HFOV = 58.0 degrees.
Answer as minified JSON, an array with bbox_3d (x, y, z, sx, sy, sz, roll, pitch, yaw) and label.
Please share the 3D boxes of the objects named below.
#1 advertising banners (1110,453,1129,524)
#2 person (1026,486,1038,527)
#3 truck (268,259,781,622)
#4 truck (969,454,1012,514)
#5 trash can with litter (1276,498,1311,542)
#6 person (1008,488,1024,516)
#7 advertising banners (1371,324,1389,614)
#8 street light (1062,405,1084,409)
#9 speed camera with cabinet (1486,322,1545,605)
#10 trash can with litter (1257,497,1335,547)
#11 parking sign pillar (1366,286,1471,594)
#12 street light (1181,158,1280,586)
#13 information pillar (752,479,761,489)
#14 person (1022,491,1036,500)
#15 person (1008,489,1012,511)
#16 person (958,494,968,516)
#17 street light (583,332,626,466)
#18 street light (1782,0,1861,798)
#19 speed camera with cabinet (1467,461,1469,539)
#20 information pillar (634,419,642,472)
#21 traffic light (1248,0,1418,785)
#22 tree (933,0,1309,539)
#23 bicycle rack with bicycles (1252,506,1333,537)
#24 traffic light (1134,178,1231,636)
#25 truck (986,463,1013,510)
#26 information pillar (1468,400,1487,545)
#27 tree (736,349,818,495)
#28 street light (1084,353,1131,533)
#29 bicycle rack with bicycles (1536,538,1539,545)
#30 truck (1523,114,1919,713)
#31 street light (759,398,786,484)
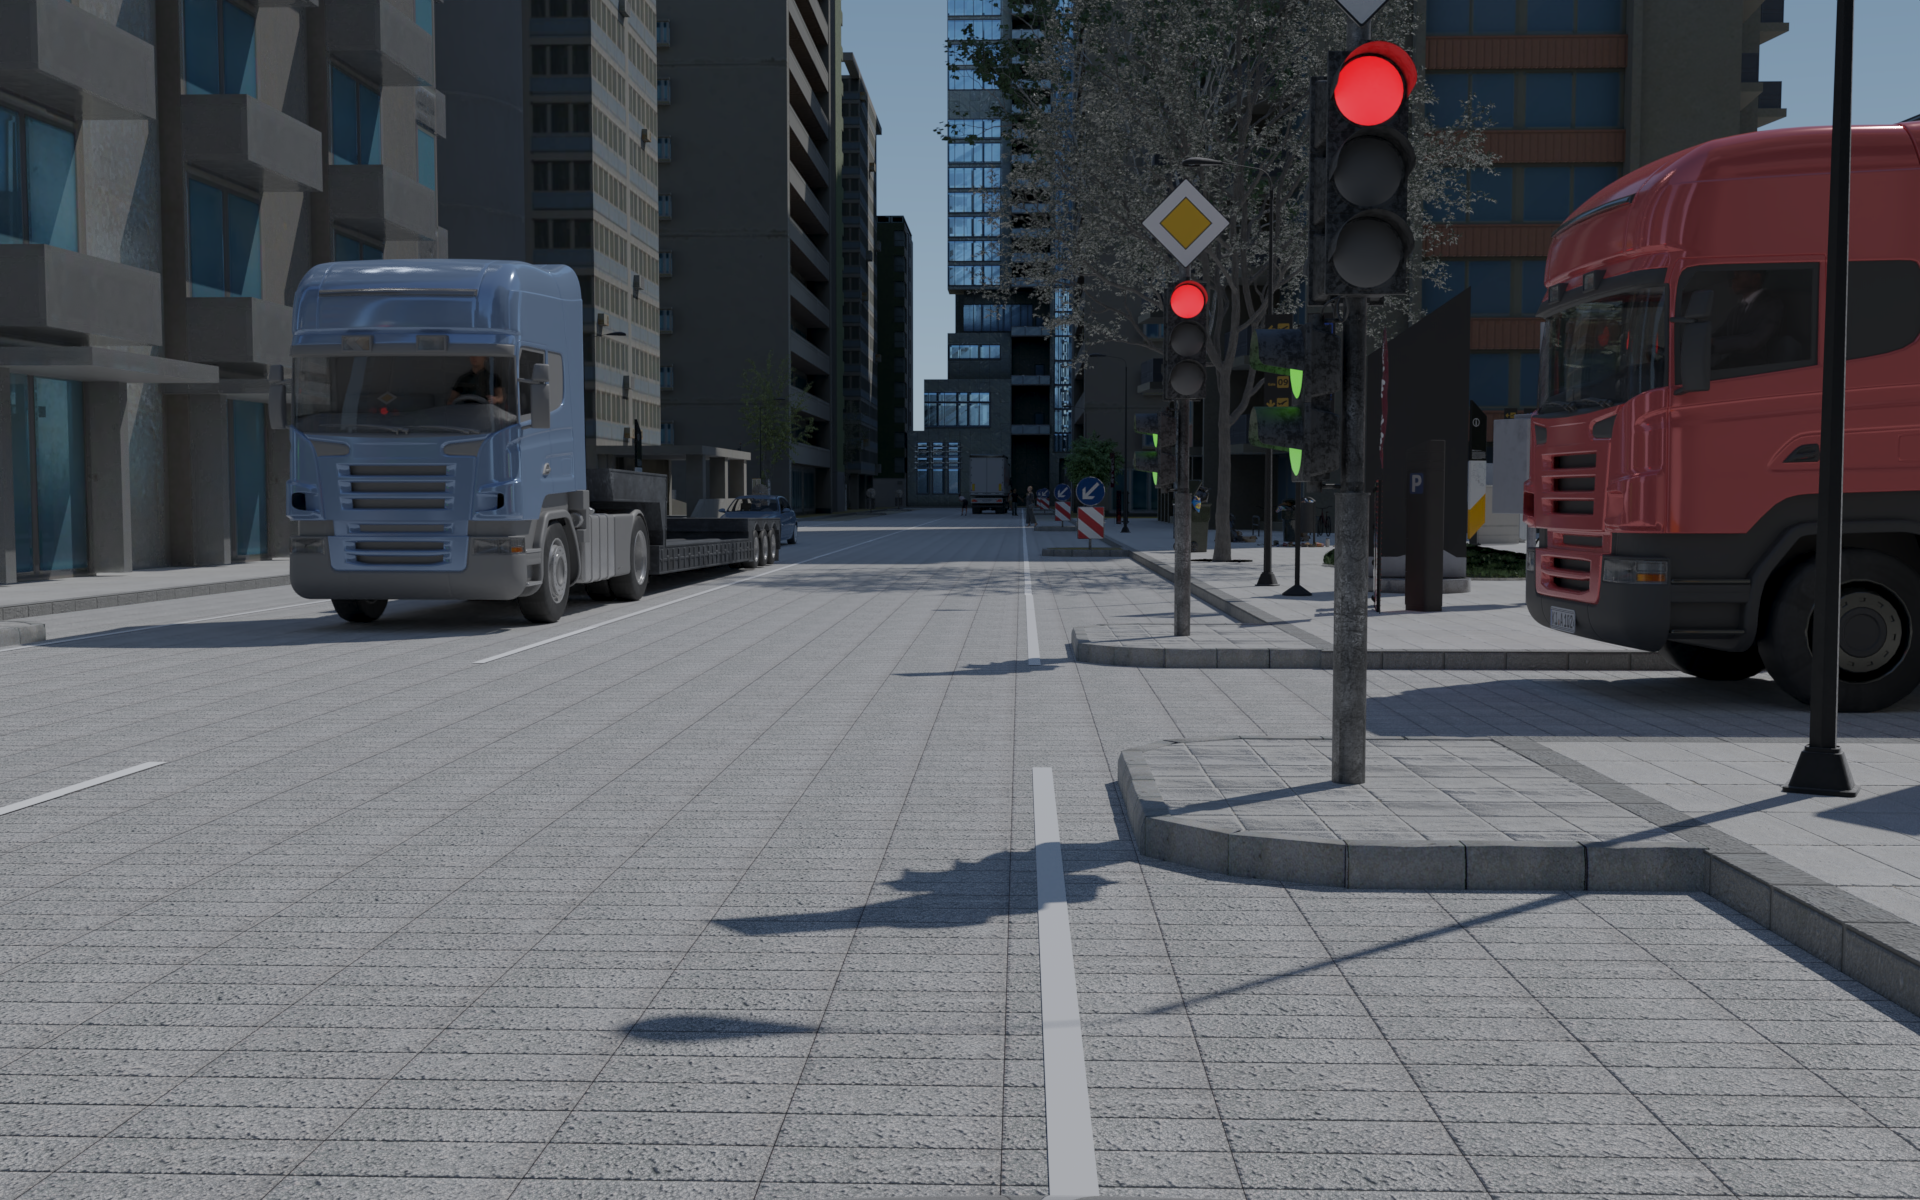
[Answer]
[{"bbox_3d":[6.794,-4.754,73.917,0.090,3.025,2.074,2,4,28],"label":"advertising banners"},{"bbox_3d":[3.089,-4.080,75.629,0.534,1.772,0.576,-3,5,-41],"label":"person"},{"bbox_3d":[-5.334,-2.232,26.255,2.967,4.110,18.799,0,4,3],"label":"truck"},{"bbox_3d":[2.244,-8.511,128.067,2.839,4.237,11.283,0,4,4],"label":"truck"},{"bbox_3d":[9.002,-2.157,46.647,0.624,1.170,1.055,3,4,37],"label":"trash can with litter"},{"bbox_3d":[3.631,-6.483,114.504,1.348,1.822,0.705,-3,4,-39],"label":"person"},{"bbox_3d":[4.591,-1.392,18.944,0.090,3.025,2.074,1,4,12],"label":"advertising banners"},{"bbox_3d":[6.045,-7.223,90.635,1.470,5.913,1.316,0,4,2],"label":"street light"},{"bbox_3d":[7.255,-1.601,20.514,2.038,3.252,0.660,-2,4,-28],"label":"speed camera with cabinet"},{"bbox_3d":[8.272,-1.917,42.405,1.678,1.210,2.233,-2,4,-35],"label":"trash can with litter"},{"bbox_3d":[6.022,-2.102,22.838,1.447,3.967,1.447,1,4,14],"label":"parking sign pillar"},{"bbox_3d":[3.758,-3.151,24.067,1.470,5.913,1.316,0,4,2],"label":"street light"},{"bbox_3d":[-9.713,-4.783,82.692,0.304,2.012,0.304,2,4,35],"label":"information pillar"},{"bbox_3d":[5.943,-8.614,149.426,1.348,1.812,0.705,2,4,26],"label":"person"},{"bbox_3d":[4.326,-8.526,147.899,0.705,1.824,1.348,-1,4,-16],"label":"person"},{"bbox_3d":[0.181,-6.283,114.423,0.799,1.438,0.628,1,4,17],"label":"person"},{"bbox_3d":[-10.241,-4.719,49.695,1.470,5.913,1.316,0,4,2],"label":"street light"},{"bbox_3d":[3.188,-2.128,7.342,1.470,5.913,1.316,0,4,2],"label":"street light"},{"bbox_3d":[14.931,-3.299,48.274,0.660,3.252,2.038,-2,4,-24],"label":"speed camera with cabinet"},{"bbox_3d":[-10.079,-3.848,54.276,0.183,3.616,0.504,0,4,7],"label":"information pillar"},{"bbox_3d":[1.712,-1.143,7.605,0.839,4.253,0.868,0,4,2],"label":"traffic light"},{"bbox_3d":[5.477,-11.759,48.154,12.611,20.169,13.585,0,3,0],"label":"tree"},{"bbox_3d":[10.102,-2.435,53.201,2.852,0.926,2.925,0,4,5],"label":"bicycle rack with bicycles"},{"bbox_3d":[1.995,-1.631,15.585,0.839,4.253,0.868,0,4,2],"label":"traffic light"},{"bbox_3d":[3.302,-10.379,158.615,2.839,4.237,11.283,0,4,3],"label":"truck"},{"bbox_3d":[12.867,-3.166,43.113,0.504,3.616,0.183,-1,4,-23],"label":"information pillar"},{"bbox_3d":[-9.657,-8.477,88.955,4.737,8.622,4.395,0,3,0],"label":"tree"},{"bbox_3d":[4.950,-5.187,57.349,1.470,5.913,1.316,0,4,2],"label":"street light"},{"bbox_3d":[11.497,-0.952,28.955,2.852,0.926,2.925,-2,4,-31],"label":"bicycle rack with bicycles"},{"bbox_3d":[9.283,-1.429,12.275,11.283,4.237,2.839,0,4,1],"label":"truck"},{"bbox_3d":[-9.115,-6.804,83.780,1.470,5.913,1.316,0,4,2],"label":"street light"}]
